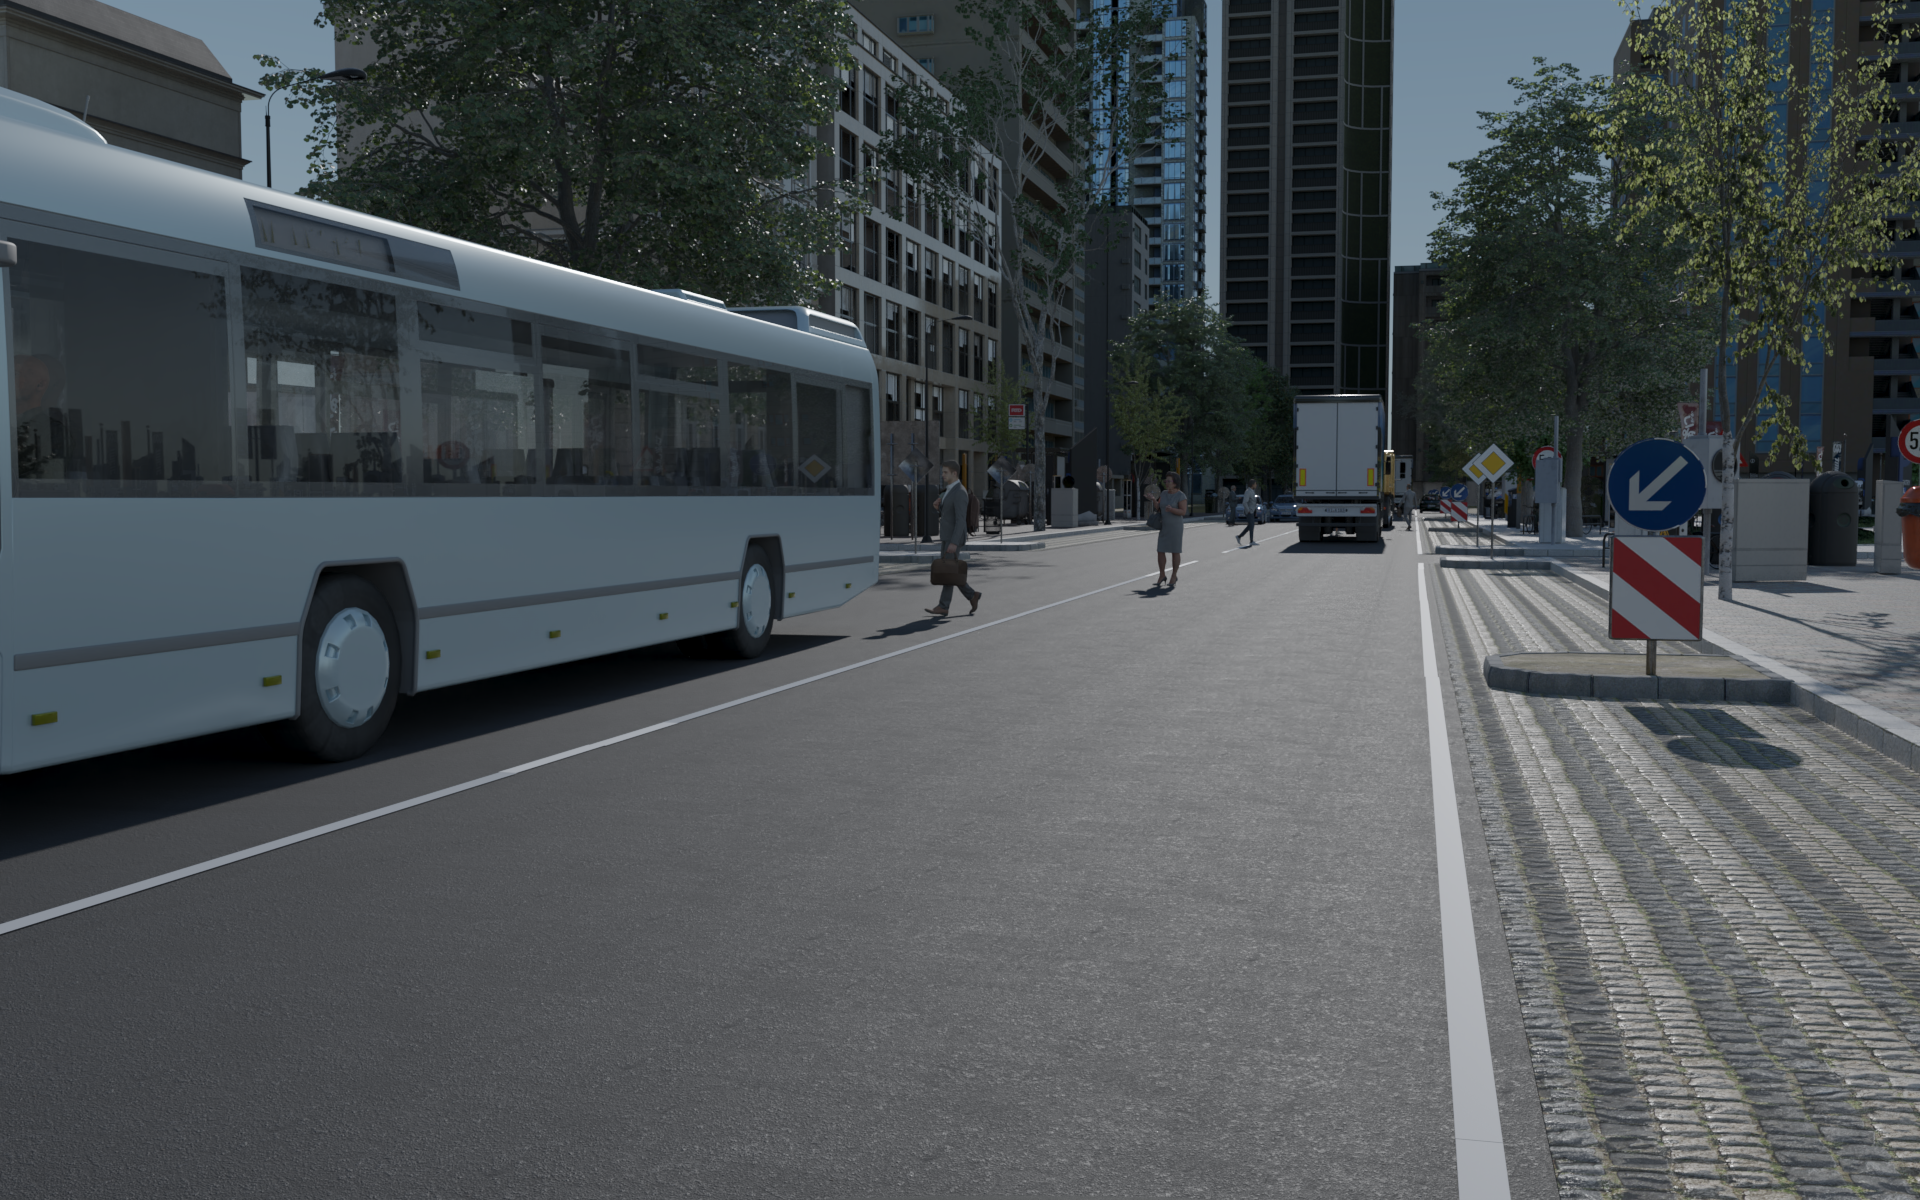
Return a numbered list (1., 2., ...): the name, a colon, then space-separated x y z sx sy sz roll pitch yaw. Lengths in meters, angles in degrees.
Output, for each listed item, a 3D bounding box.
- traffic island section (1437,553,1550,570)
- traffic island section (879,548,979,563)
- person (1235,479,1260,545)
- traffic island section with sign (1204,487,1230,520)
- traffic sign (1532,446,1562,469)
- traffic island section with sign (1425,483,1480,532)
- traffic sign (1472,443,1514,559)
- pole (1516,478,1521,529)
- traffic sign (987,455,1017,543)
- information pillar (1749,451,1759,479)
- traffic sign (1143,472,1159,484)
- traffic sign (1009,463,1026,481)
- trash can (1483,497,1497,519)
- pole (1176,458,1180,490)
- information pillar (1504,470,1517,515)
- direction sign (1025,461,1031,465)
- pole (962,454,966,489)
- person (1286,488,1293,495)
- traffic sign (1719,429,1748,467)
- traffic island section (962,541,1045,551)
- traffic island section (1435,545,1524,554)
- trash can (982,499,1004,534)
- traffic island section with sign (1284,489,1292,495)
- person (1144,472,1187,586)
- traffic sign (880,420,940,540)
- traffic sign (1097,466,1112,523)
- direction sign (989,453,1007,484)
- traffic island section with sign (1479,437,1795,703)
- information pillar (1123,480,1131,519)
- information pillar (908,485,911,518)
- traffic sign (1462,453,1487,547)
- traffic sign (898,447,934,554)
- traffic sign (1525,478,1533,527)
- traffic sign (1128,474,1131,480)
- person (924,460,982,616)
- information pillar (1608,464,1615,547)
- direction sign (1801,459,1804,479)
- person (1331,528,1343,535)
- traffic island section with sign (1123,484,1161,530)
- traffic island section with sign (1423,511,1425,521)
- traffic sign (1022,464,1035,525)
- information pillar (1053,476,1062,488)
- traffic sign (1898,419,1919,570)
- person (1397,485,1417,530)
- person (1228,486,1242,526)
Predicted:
1. traffic island section: 10.530 -0.731 34.237 2.009 0.180 2.903 1 4 15
2. traffic island section: -0.973 -0.915 37.246 2.009 0.180 2.903 1 4 15
3. person: 8.051 -2.456 48.509 0.795 1.843 0.661 2 4 29
4. traffic island section with sign: 14.454 -5.270 94.791 1.989 1.847 2.006 1 4 15
5. traffic sign: 15.587 -2.808 46.016 0.768 2.556 0.104 2 4 24
6. traffic island section with sign: 18.819 -3.494 65.755 1.989 1.847 2.006 1 4 15
7. traffic sign: 10.506 -1.867 34.166 0.795 2.450 0.064 1 4 15
8. pole: 20.576 -4.275 63.734 0.158 3.312 0.155 0 3 0
9. traffic sign: 1.077 -2.524 44.903 0.795 2.450 0.064 1 4 15
10. information pillar: 42.630 -6.221 93.068 0.504 3.616 0.183 1 4 11
11. traffic sign: 10.021 -5.556 90.850 0.884 2.594 0.081 1 4 22
12. traffic sign: 2.455 -4.474 73.156 0.884 2.594 0.081 1 4 15
13. trash can: 27.257 -4.740 89.155 0.748 1.137 0.748 0 3 0
14. pole: 12.405 -6.410 98.649 0.158 3.312 0.155 0 3 0
15. information pillar: 21.315 -4.623 66.947 0.504 3.616 0.183 -1 4 -12
16. direction sign: 4.836 -7.767 118.990 0.876 3.537 0.379 3 5 41
17. pole: 0.222 -5.717 87.317 0.158 3.312 0.155 0 3 0
18. person: 21.658 -6.479 114.214 0.659 1.850 0.755 0 4 -6
19. traffic sign: 14.969 -2.079 33.998 0.884 2.594 0.081 1 4 21
20. traffic island section: 1.052 -1.388 44.971 2.009 0.180 2.903 1 4 15
21. traffic island section: 12.555 -1.204 41.962 2.009 0.180 2.903 1 4 15
22. trash can: 1.050 -2.669 55.287 0.748 1.137 0.748 0 3 0
23. traffic island section with sign: 27.221 -8.249 143.495 1.989 1.847 2.006 1 4 15
24. person: 3.175 -1.115 27.087 0.716 1.782 0.532 3 5 44
25. traffic sign: -1.616 -3.325 48.232 2.265 3.308 0.079 2 4 24
26. traffic sign: 6.412 -4.727 77.388 0.768 2.556 0.104 1 4 19
27. direction sign: 2.173 -6.305 95.089 0.876 3.537 0.379 -1 4 -16
28. traffic island section with sign: 4.987 -0.265 12.967 1.989 1.847 2.006 1 4 15
29. information pillar: 8.737 -5.256 90.425 0.304 2.012 0.304 -3 4 -36
30. information pillar: -2.426 -5.595 82.826 0.183 3.616 0.504 0 4 5
31. traffic sign: 12.530 -2.339 41.891 0.795 2.450 0.064 1 4 15
32. traffic sign: -0.948 -2.051 37.178 0.795 2.450 0.064 1 4 15
33. traffic sign: 22.231 -4.159 68.006 0.884 2.594 0.081 1 4 16
34. traffic sign: 10.137 -6.158 100.782 0.768 2.556 0.104 1 4 18
35. person: -0.050 -0.732 20.436 0.822 1.834 0.622 -2 4 -25
36. information pillar: 15.989 -2.301 42.106 0.304 2.012 0.304 -3 4 -36
37. direction sign: 48.175 -6.552 99.121 0.379 3.537 0.876 1 4 21
38. person: 13.304 -3.239 61.437 0.573 1.828 0.580 2 4 35
39. traffic island section with sign: 7.620 -3.675 68.713 1.989 1.847 2.006 1 4 15
40. traffic island section with sign: 25.672 -5.095 91.931 1.989 1.847 2.006 1 4 15
41. traffic sign: 2.929 -4.412 72.241 0.768 2.556 0.104 1 4 15
42. information pillar: 3.854 -3.931 68.760 0.304 2.012 0.304 0 4 -8
43. traffic sign: 16.226 -1.782 29.244 0.768 2.556 0.104 1 4 18
44. person: 17.978 -3.725 69.519 0.709 1.813 0.853 -1 4 -21
45. person: 12.438 -4.264 78.397 0.590 1.801 0.661 0 4 -2
